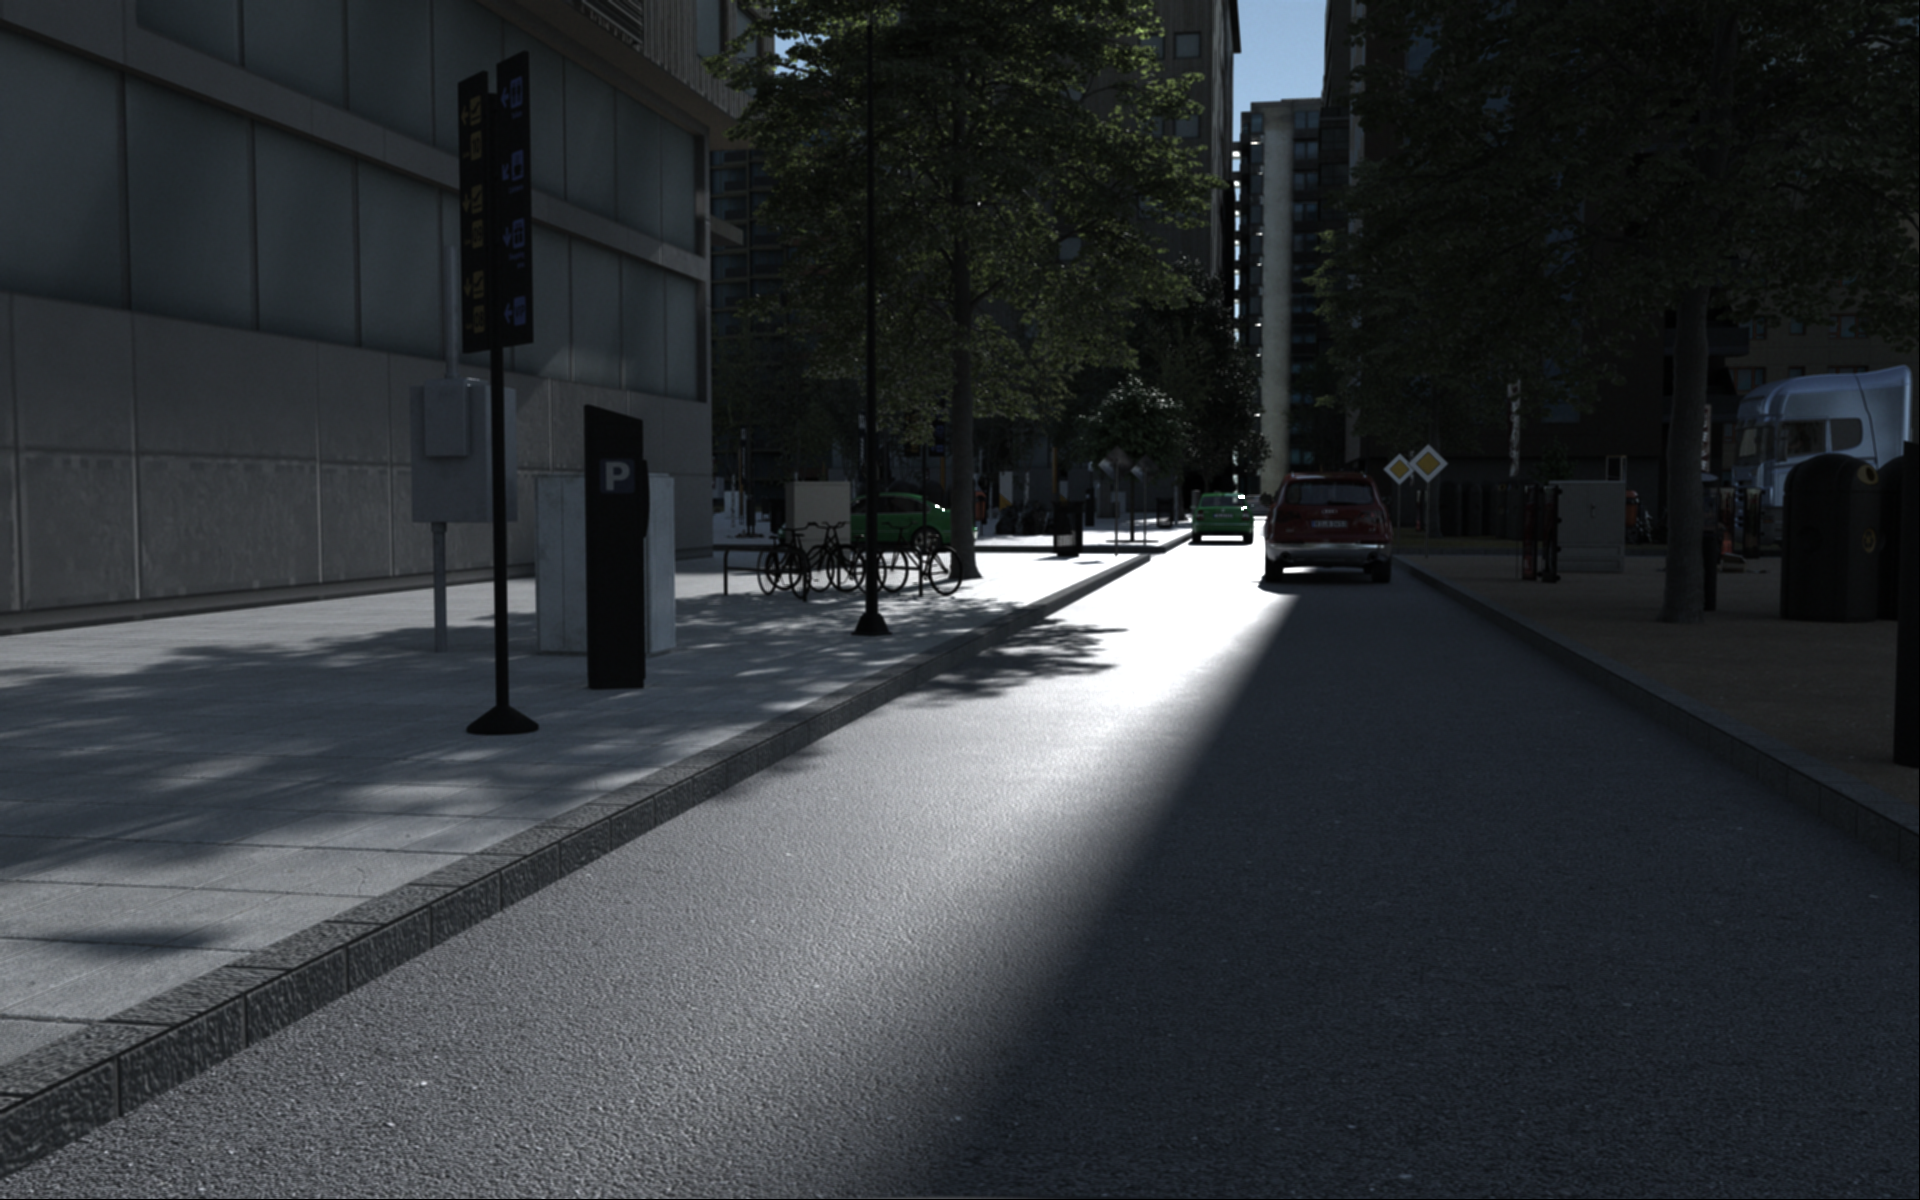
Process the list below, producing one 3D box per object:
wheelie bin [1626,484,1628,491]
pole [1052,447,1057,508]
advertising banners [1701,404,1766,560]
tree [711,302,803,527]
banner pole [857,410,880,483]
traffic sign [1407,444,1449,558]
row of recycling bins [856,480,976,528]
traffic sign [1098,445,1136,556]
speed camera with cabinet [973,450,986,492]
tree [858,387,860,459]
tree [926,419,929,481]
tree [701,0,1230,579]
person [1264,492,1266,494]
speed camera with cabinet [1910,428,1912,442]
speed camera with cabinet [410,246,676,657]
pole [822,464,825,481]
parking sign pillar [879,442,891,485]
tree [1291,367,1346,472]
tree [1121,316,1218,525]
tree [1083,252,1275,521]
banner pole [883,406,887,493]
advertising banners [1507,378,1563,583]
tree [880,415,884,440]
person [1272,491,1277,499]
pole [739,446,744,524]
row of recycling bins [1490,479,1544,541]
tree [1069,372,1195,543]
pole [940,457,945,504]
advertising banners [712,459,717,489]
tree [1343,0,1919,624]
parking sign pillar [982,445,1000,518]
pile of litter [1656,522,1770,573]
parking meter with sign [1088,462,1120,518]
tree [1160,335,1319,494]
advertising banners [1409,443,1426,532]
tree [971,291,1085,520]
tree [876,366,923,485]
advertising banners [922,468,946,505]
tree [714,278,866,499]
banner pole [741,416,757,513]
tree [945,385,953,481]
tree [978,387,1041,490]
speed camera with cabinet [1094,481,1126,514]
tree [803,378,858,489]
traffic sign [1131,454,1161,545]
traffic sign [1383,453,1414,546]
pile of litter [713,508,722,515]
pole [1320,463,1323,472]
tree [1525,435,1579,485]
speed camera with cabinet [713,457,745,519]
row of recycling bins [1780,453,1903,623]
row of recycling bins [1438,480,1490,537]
[{"bbox_3d":[19.507,-2.664,51.459,0.980,1.594,0.693,3,5,43],"label":"wheelie bin"},{"bbox_3d":[4.121,-4.988,75.400,0.158,3.312,0.155,0,3,0],"label":"pole"},{"bbox_3d":[15.025,-2.307,33.900,2.074,3.025,0.090,-2,4,-26],"label":"advertising banners"},{"bbox_3d":[-8.760,-7.114,66.679,4.737,8.622,4.395,0,3,0],"label":"tree"},{"bbox_3d":[-2.532,-3.423,45.989,0.401,3.779,0.863,1,4,22],"label":"banner pole"},{"bbox_3d":[9.317,-1.889,34.534,0.795,2.450,0.064,1,4,10],"label":"traffic sign"},{"bbox_3d":[-1.289,-2.686,51.033,3.534,1.692,1.069,-1,4,-9],"label":"row of recycling bins"},{"bbox_3d":[3.226,-1.958,35.657,0.795,2.450,0.064,1,4,10],"label":"traffic sign"},{"bbox_3d":[0.422,-5.106,77.818,0.660,3.252,2.038,-2,4,-31],"label":"speed camera with cabinet"},{"bbox_3d":[-8.427,-9.316,102.673,4.737,8.622,4.395,0,3,0],"label":"tree"},{"bbox_3d":[-3.085,-8.783,93.963,4.360,8.622,3.978,0,3,0],"label":"tree"},{"bbox_3d":[0.064,-6.573,25.596,7.486,12.596,7.792,0,3,0],"label":"tree"},{"bbox_3d":[29.875,-9.748,169.348,0.415,1.643,0.593,-3,5,-44],"label":"person"},{"bbox_3d":[29.033,-3.508,51.699,0.660,3.252,2.038,-1,4,-17],"label":"speed camera with cabinet"},{"bbox_3d":[-3.359,-1.200,13.964,2.038,3.252,0.660,1,4,12],"label":"speed camera with cabinet"},{"bbox_3d":[-8.540,-7.012,108.485,0.158,3.312,0.155,0,3,0],"label":"pole"},{"bbox_3d":[-4.262,-6.249,90.642,1.447,3.967,1.447,1,4,23],"label":"parking sign pillar"},{"bbox_3d":[21.438,-9.102,99.177,4.360,8.622,3.978,0,3,0],"label":"tree"},{"bbox_3d":[8.659,-7.369,70.849,4.737,8.622,4.395,0,3,0],"label":"tree"},{"bbox_3d":[10.314,-10.122,82.496,9.611,12.733,9.660,0,3,0],"label":"tree"},{"bbox_3d":[-2.347,-3.609,49.020,0.863,3.779,0.401,0,4,2],"label":"banner pole"},{"bbox_3d":[8.507,-1.808,25.755,0.090,3.025,2.074,0,4,-3],"label":"advertising banners"},{"bbox_3d":[-7.011,-9.880,111.902,4.737,8.622,4.395,0,3,0],"label":"tree"},{"bbox_3d":[32.038,-10.178,175.645,0.721,1.736,1.217,-1,4,-22],"label":"person"},{"bbox_3d":[-9.252,-4.856,73.242,0.158,3.312,0.155,0,3,0],"label":"pole"},{"bbox_3d":[15.891,-2.558,48.944,1.069,1.692,3.534,1,4,8],"label":"row of recycling bins"},{"bbox_3d":[4.699,-3.826,46.264,4.285,4.588,4.351,0,3,0],"label":"tree"},{"bbox_3d":[-0.744,-4.941,74.629,0.158,3.312,0.155,0,3,0],"label":"pole"},{"bbox_3d":[-13.081,-5.501,86.124,2.074,3.025,0.090,1,4,8],"label":"advertising banners"},{"bbox_3d":[7.635,-6.037,16.831,7.486,12.596,7.792,0,3,0],"label":"tree"},{"bbox_3d":[1.636,-6.317,91.761,1.447,3.967,1.447,-2,4,-33],"label":"parking sign pillar"},{"bbox_3d":[12.423,-0.890,28.512,1.719,0.858,1.176,2,4,30],"label":"pile of litter"},{"bbox_3d":[7.616,-5.824,91.482,1.738,3.016,0.543,-2,4,-29],"label":"parking meter with sign"},{"bbox_3d":[15.969,-11.406,112.244,9.928,11.665,9.643,0,3,0],"label":"tree"},{"bbox_3d":[15.689,-3.848,59.108,0.090,3.025,2.074,0,4,-6],"label":"advertising banners"},{"bbox_3d":[2.232,-6.620,58.605,4.360,8.622,3.978,0,3,0],"label":"tree"},{"bbox_3d":[-4.579,-7.473,72.548,4.360,8.622,3.978,0,3,0],"label":"tree"},{"bbox_3d":[-1.567,-7.375,116.768,2.074,3.025,0.090,-1,4,-8],"label":"advertising banners"},{"bbox_3d":[-5.777,-6.598,58.237,4.360,8.622,3.978,0,3,0],"label":"tree"},{"bbox_3d":[-6.844,-3.993,55.303,0.401,3.779,0.863,1,4,15],"label":"banner pole"},{"bbox_3d":[1.425,-8.249,85.232,4.360,8.622,3.978,0,3,0],"label":"tree"},{"bbox_3d":[3.230,-10.228,117.595,4.737,8.622,4.395,0,3,0],"label":"tree"},{"bbox_3d":[9.827,-7.291,113.549,2.038,3.252,0.660,-1,4,-13],"label":"speed camera with cabinet"},{"bbox_3d":[-8.783,-8.975,97.097,4.737,8.622,4.395,0,3,0],"label":"tree"},{"bbox_3d":[4.653,-2.439,43.514,0.795,2.450,0.064,1,4,10],"label":"traffic sign"},{"bbox_3d":[10.745,-2.370,42.391,0.795,2.450,0.064,1,4,10],"label":"traffic sign"},{"bbox_3d":[-16.775,-6.364,118.022,1.176,0.858,1.719,2,4,33],"label":"pile of litter"},{"bbox_3d":[23.905,-7.377,114.462,0.158,3.312,0.155,0,3,0],"label":"pole"},{"bbox_3d":[19.196,-3.768,56.202,1.663,3.219,1.824,0,3,0],"label":"tree"},{"bbox_3d":[-12.281,-5.922,91.161,2.038,3.252,0.660,2,4,30],"label":"speed camera with cabinet"},{"bbox_3d":[10.185,-0.647,17.698,3.534,1.692,1.069,0,4,-2],"label":"row of recycling bins"},{"bbox_3d":[15.892,-2.828,53.345,3.534,1.692,1.069,-3,4,-37],"label":"row of recycling bins"}]
